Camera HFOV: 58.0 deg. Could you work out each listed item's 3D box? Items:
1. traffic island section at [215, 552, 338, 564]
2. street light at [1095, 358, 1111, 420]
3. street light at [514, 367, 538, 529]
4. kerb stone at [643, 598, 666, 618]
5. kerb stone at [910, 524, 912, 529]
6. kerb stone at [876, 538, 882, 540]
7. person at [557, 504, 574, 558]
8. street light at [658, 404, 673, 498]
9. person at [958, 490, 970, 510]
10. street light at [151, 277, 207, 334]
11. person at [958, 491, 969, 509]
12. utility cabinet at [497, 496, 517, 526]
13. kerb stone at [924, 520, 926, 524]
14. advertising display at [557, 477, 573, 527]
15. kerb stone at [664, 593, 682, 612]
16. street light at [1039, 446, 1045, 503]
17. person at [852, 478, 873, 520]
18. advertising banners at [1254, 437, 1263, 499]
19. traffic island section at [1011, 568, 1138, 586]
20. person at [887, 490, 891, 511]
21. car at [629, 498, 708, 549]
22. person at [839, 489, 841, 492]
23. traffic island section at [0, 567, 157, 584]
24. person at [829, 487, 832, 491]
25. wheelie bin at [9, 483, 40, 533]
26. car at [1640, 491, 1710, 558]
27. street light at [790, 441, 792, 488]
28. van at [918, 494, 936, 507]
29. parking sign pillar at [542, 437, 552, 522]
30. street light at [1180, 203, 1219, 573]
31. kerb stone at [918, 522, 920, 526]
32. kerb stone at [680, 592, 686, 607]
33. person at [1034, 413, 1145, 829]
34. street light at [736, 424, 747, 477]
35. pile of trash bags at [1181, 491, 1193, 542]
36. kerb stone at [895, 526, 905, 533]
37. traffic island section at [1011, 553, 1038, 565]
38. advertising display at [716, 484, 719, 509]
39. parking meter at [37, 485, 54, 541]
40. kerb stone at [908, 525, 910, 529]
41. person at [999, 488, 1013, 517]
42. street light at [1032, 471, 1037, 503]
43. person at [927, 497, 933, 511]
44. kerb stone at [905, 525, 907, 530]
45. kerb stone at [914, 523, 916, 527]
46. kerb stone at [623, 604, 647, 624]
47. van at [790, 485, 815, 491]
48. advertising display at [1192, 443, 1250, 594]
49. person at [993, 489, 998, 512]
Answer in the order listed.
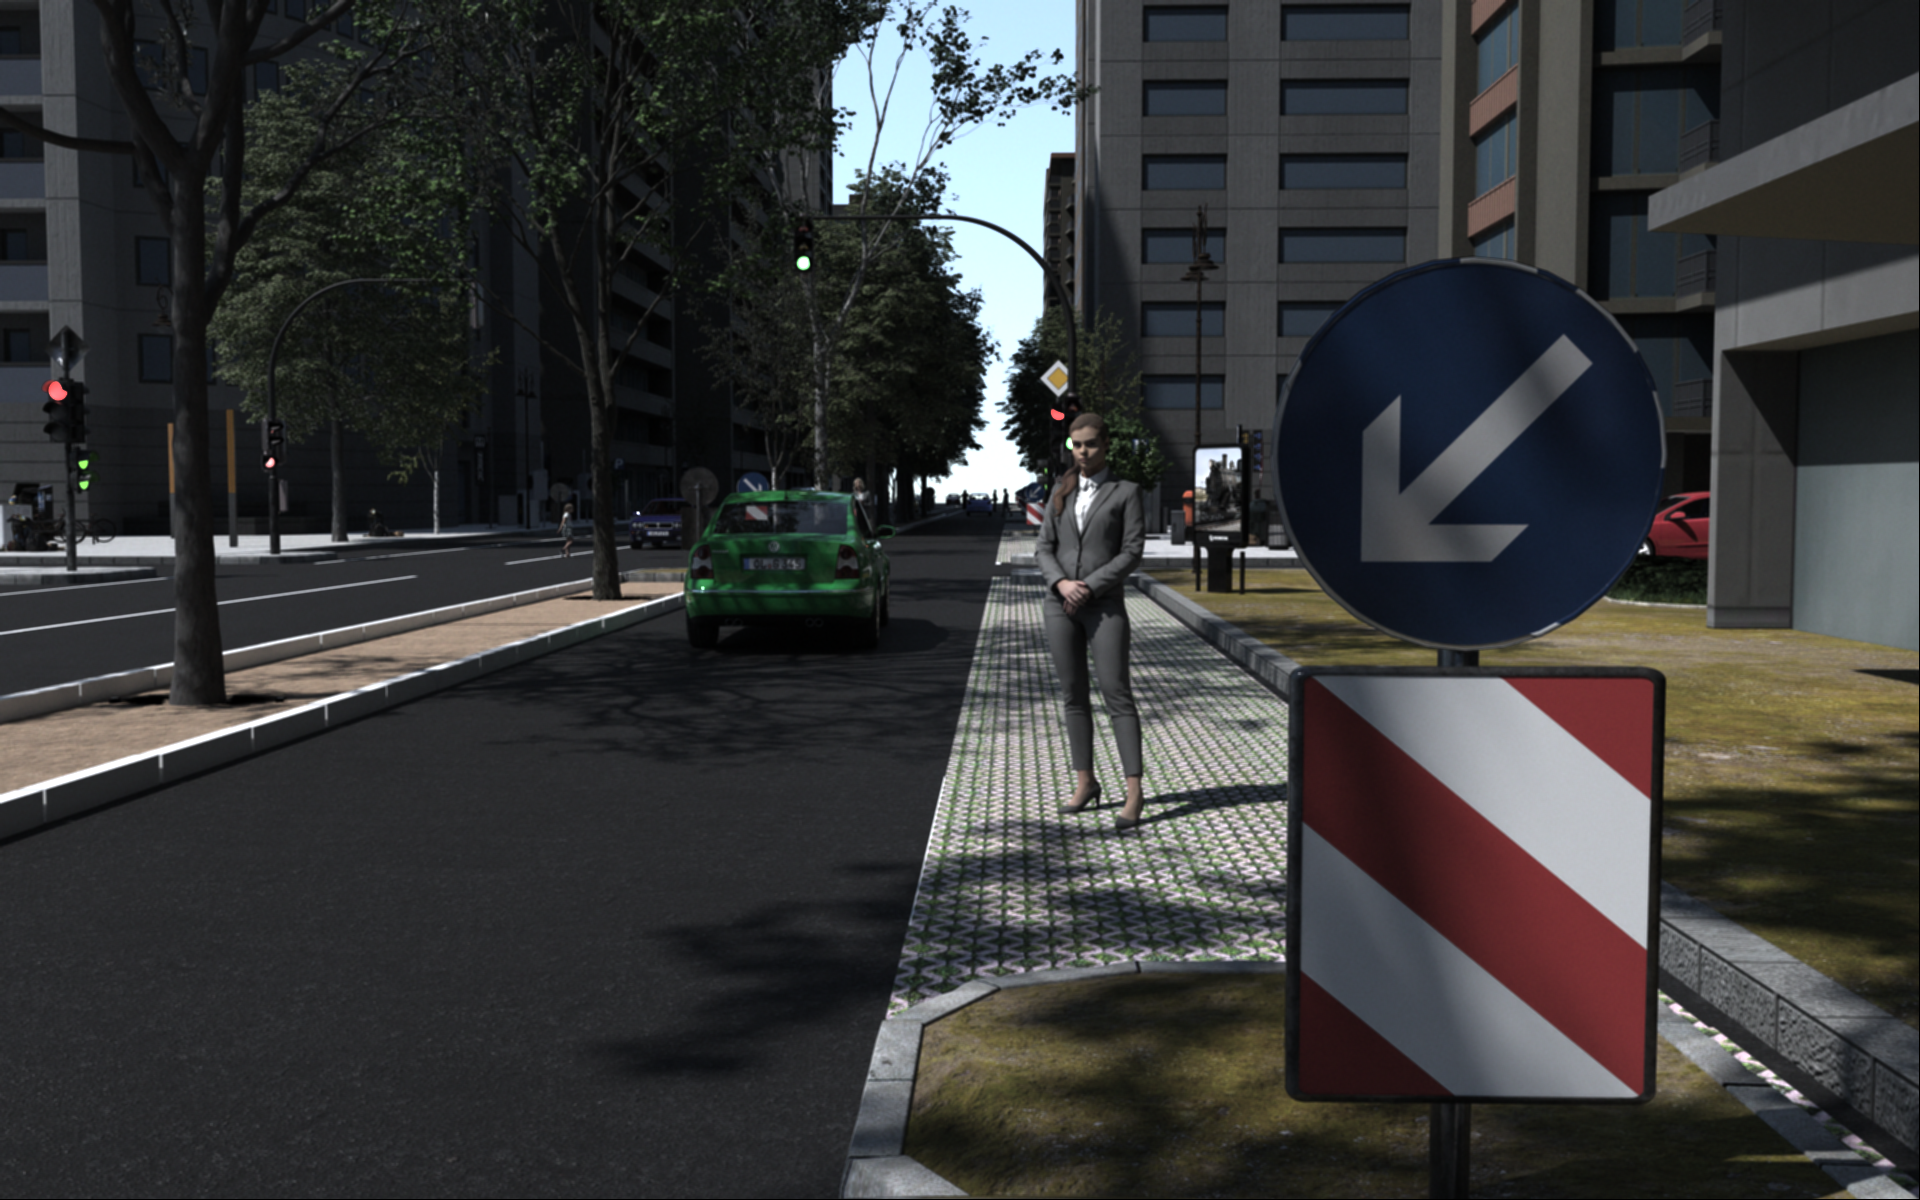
[{"bbox_3d":[-14.604,-0.894,36.901,2.009,0.180,2.903,0,4,2],"label":"traffic island section"},{"bbox_3d":[4.850,-5.267,58.899,0.468,5.910,1.993,0,4,2],"label":"street light"},{"bbox_3d":[-15.730,-5.514,62.941,0.468,5.910,1.993,0,4,2],"label":"street light"},{"bbox_3d":[-3.648,0.113,20.347,0.120,0.150,1.000,0,4,2],"label":"kerb stone"},{"bbox_3d":[-2.150,-2.924,70.061,0.120,0.150,1.000,0,4,2],"label":"kerb stone"},{"bbox_3d":[-2.557,-2.111,56.711,0.120,0.150,1.000,0,4,2],"label":"kerb stone"},{"bbox_3d":[-8.903,-1.566,39.124,0.382,1.210,0.505,-1,4,-10],"label":"person"},{"bbox_3d":[-15.085,-7.100,88.865,0.468,5.910,1.993,0,4,2],"label":"street light"},{"bbox_3d":[0.467,-8.890,153.808,1.348,1.831,0.705,1,4,15],"label":"person"},{"bbox_3d":[-16.652,-3.932,37.071,0.468,5.910,1.993,0,4,2],"label":"street light"},{"bbox_3d":[0.363,-9.563,165.380,1.217,1.766,0.721,1,4,14],"label":"person"},{"bbox_3d":[-18.248,-3.621,70.372,1.020,1.237,0.306,-2,4,-26],"label":"utility cabinet"},{"bbox_3d":[-1.816,-3.618,81.344,0.120,0.150,1.000,0,4,2],"label":"kerb stone"},{"bbox_3d":[-15.439,-3.827,67.777,0.123,1.923,0.974,1,4,18],"label":"advertising display"},{"bbox_3d":[-3.618,0.050,21.373,0.120,0.150,1.000,0,4,2],"label":"kerb stone"},{"bbox_3d":[7.865,-11.548,161.594,0.468,5.910,1.993,0,4,2],"label":"street light"},{"bbox_3d":[-2.285,-1.909,39.893,0.537,1.800,0.526,1,4,9],"label":"person"},{"bbox_3d":[9.412,-3.573,54.607,0.090,3.025,2.074,0,4,4],"label":"advertising banners"},{"bbox_3d":[1.840,-0.375,28.416,2.009,0.180,2.903,0,4,2],"label":"traffic island section"},{"bbox_3d":[-5.905,-8.206,143.390,0.721,1.743,1.217,1,4,14],"label":"person"},{"bbox_3d":[-7.645,-2.056,46.193,1.945,1.354,3.894,0,4,2],"label":"car"},{"bbox_3d":[-9.664,-7.988,139.121,1.348,1.822,0.705,1,4,9],"label":"person"},{"bbox_3d":[-14.844,-0.406,28.920,2.009,0.180,2.903,0,4,2],"label":"traffic island section"},{"bbox_3d":[-7.846,-5.943,105.586,0.656,1.842,0.836,1,4,20],"label":"person"},{"bbox_3d":[-26.460,-2.530,49.271,0.693,1.594,0.980,3,4,38],"label":"wheelie bin"},{"bbox_3d":[13.748,-1.442,32.611,4.494,1.783,2.155,0,4,3],"label":"car"},{"bbox_3d":[-13.558,-10.170,139.062,0.468,5.910,1.993,0,4,2],"label":"street light"},{"bbox_3d":[-3.551,-11.000,186.863,2.013,2.044,4.112,0,4,1],"label":"van"},{"bbox_3d":[-19.343,-5.654,80.912,1.447,3.967,1.447,-1,4,-16],"label":"parking sign pillar"},{"bbox_3d":[3.836,-3.369,27.878,0.468,5.910,1.993,0,4,2],"label":"street light"},{"bbox_3d":[-1.970,-3.303,76.199,0.120,0.150,1.000,0,4,2],"label":"kerb stone"},{"bbox_3d":[-3.585,-0.012,22.400,0.120,0.150,1.000,0,4,2],"label":"kerb stone"},{"bbox_3d":[0.563,0.071,7.611,0.520,1.790,0.573,1,4,11],"label":"person"},{"bbox_3d":[-14.321,-8.612,113.593,0.468,5.910,1.993,0,4,2],"label":"street light"},{"bbox_3d":[6.803,-2.257,46.659,1.912,1.369,3.447,2,4,30],"label":"pile of trash bags"},{"bbox_3d":[-2.274,-2.675,65.961,0.120,0.150,1.000,0,4,2],"label":"kerb stone"},{"bbox_3d":[2.079,-0.863,36.397,2.009,0.180,2.903,0,4,2],"label":"traffic island section"},{"bbox_3d":[-15.502,-6.455,110.760,0.123,1.923,0.974,0,4,-6],"label":"advertising display"},{"bbox_3d":[-24.988,-2.380,47.328,0.372,1.533,0.369,0,3,0],"label":"parking meter"},{"bbox_3d":[-2.191,-2.865,69.040,0.120,0.150,1.000,0,4,2],"label":"kerb stone"},{"bbox_3d":[2.934,-6.165,109.566,0.850,1.792,0.678,-1,4,-16],"label":"person"},{"bbox_3d":[9.661,-15.059,218.995,0.468,5.910,1.993,0,4,2],"label":"street light"},{"bbox_3d":[-2.626,-8.557,148.425,0.705,1.822,1.348,-2,4,-31],"label":"person"},{"bbox_3d":[-2.245,-2.736,66.983,0.120,0.150,1.000,0,4,2],"label":"kerb stone"},{"bbox_3d":[-2.063,-3.115,73.128,0.120,0.150,1.000,0,4,2],"label":"kerb stone"},{"bbox_3d":[-3.682,0.176,19.326,0.120,0.150,1.000,0,4,2],"label":"kerb stone"},{"bbox_3d":[-9.241,-5.711,100.390,2.013,2.044,4.112,0,4,2],"label":"van"},{"bbox_3d":[3.377,-1.055,22.461,0.123,1.923,0.974,-2,4,-33],"label":"advertising display"},{"bbox_3d":[2.883,-8.115,141.198,0.705,1.821,1.348,-1,4,-10],"label":"person"}]
